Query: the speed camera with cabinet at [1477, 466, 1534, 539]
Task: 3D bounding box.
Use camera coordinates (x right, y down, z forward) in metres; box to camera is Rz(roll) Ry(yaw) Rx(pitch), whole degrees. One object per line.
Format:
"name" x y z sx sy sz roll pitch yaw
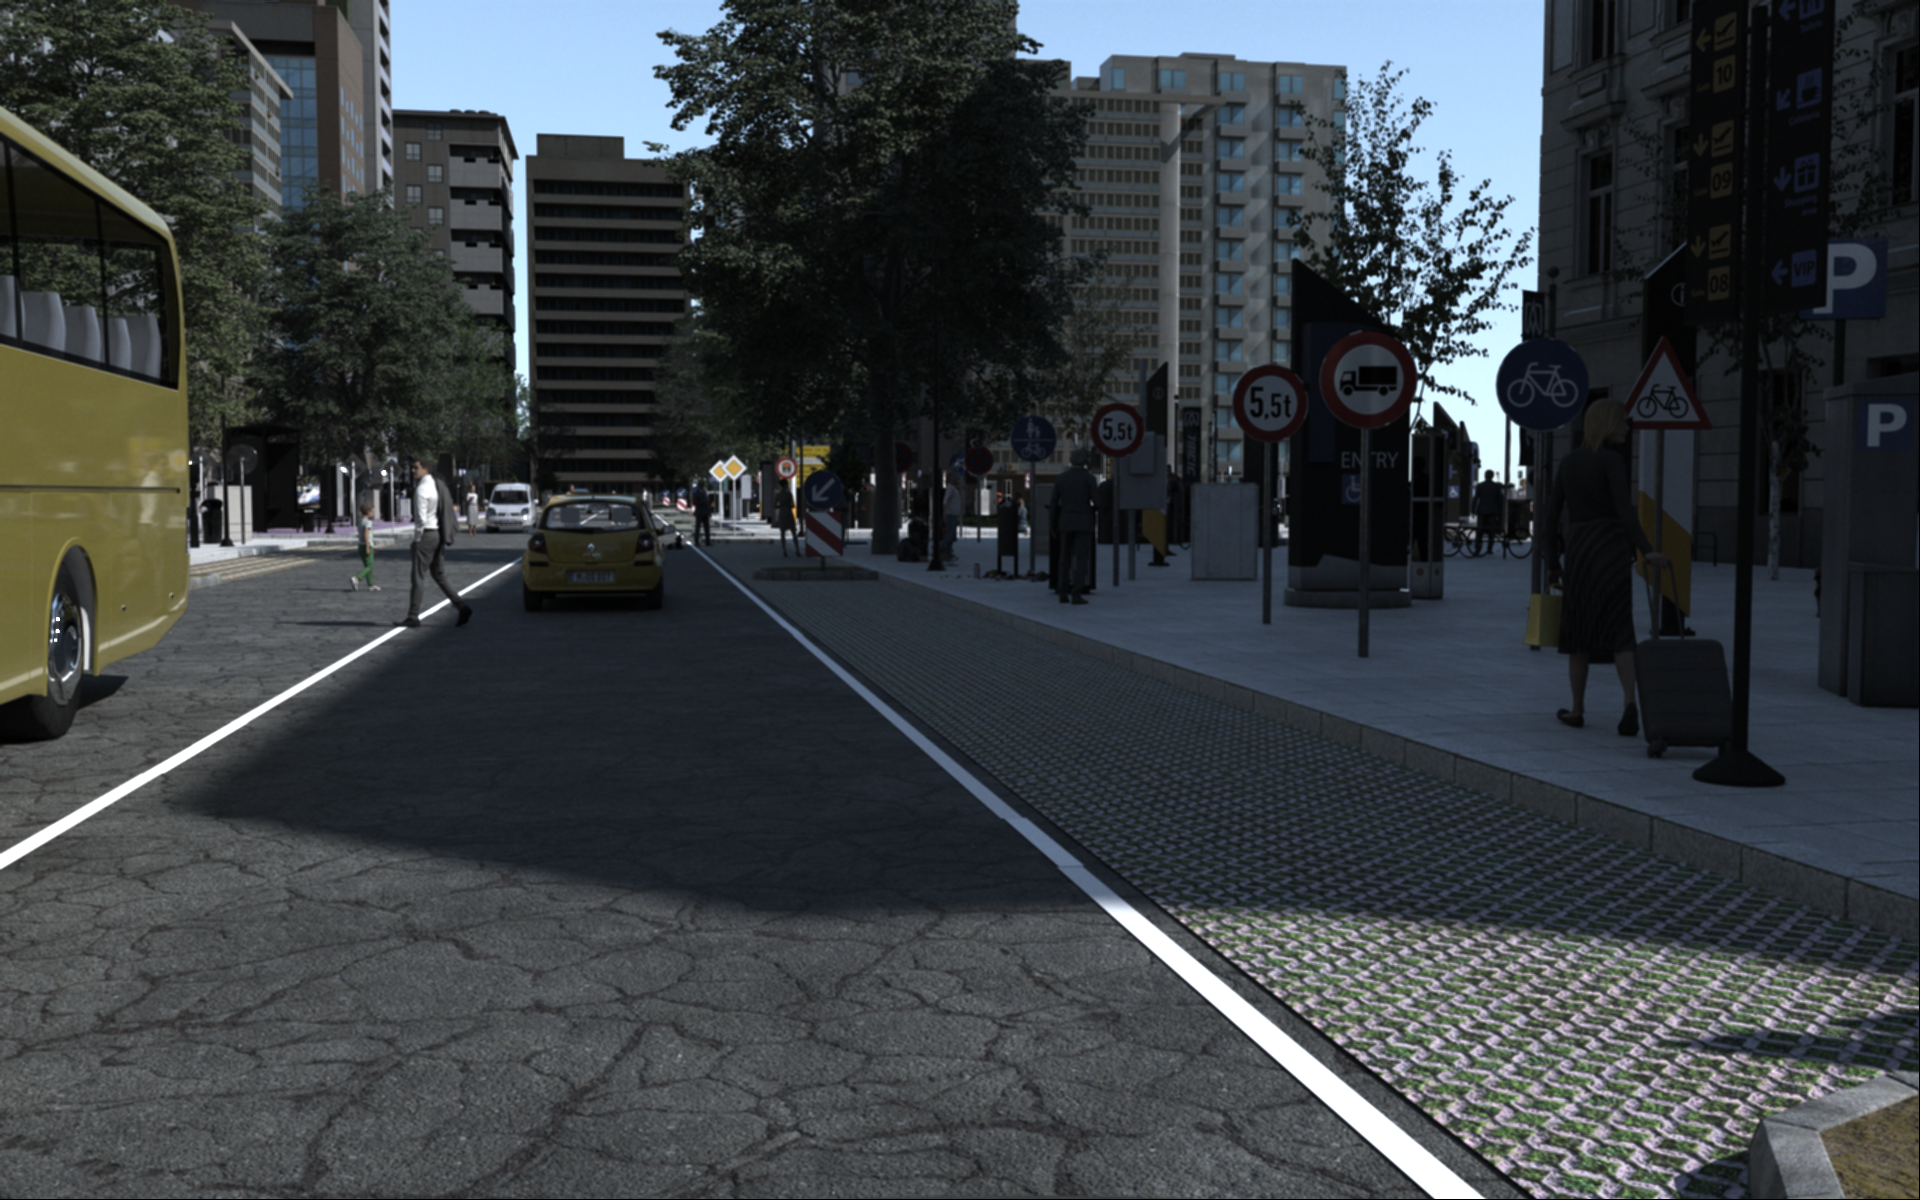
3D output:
"speed camera with cabinet" 15.935 -3.385 49.684 2.038 3.252 0.660 2 4 32

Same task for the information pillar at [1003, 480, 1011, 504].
"information pillar" 2.493 -5.302 91.181 0.304 2.012 0.304 -2 4 -30

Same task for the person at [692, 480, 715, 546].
"person" -7.001 -2.367 47.375 0.590 1.801 0.661 2 4 32

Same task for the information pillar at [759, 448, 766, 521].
"information pillar" -9.449 -5.643 83.620 0.504 3.616 0.183 -2 4 -25

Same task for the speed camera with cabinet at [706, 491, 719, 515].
"speed camera with cabinet" -14.167 -6.696 103.817 2.038 3.252 0.660 0 4 6

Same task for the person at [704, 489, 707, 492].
"person" -21.605 -8.583 147.044 0.551 1.740 0.621 1 4 9

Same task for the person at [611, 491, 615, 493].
"person" -16.475 -4.409 82.403 0.589 1.601 0.330 0 4 3

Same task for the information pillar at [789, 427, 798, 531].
"information pillar" -5.776 -4.191 59.874 0.183 3.616 0.504 1 4 11

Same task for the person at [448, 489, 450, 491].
"person" -44.557 -8.791 150.491 0.721 1.735 1.217 -1 4 -12

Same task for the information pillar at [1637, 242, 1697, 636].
"information pillar" 6.389 -1.484 15.615 0.504 3.616 0.183 0 4 -5

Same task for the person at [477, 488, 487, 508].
"person" -45.559 -9.696 164.601 1.348 1.821 0.705 -3 5 -41

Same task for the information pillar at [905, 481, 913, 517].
"information pillar" -2.849 -5.649 96.860 0.304 2.012 0.304 -2 4 -34

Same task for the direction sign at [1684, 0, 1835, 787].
"direction sign" 3.488 -0.957 7.652 0.379 3.537 0.876 -1 4 -14

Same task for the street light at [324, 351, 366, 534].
"street light" -19.985 -5.124 56.314 1.470 5.913 1.316 -1 4 -11

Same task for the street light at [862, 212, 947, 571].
"street light" -0.926 -3.440 28.778 1.470 5.913 1.316 -1 4 -11

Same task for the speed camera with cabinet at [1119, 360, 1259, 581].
"speed camera with cabinet" 3.412 -1.927 25.847 2.038 3.252 0.660 0 4 6

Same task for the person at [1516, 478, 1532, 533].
"person" 16.639 -2.732 51.382 0.731 1.740 0.598 2 4 28

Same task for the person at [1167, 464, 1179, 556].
"person" 4.353 -1.890 36.305 0.474 1.900 0.648 1 4 13

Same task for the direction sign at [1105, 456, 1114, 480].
"direction sign" 9.063 -6.816 103.442 0.876 3.537 0.379 -1 4 -21

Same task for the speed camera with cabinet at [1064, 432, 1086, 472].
"speed camera with cabinet" 4.242 -3.599 53.179 2.038 3.252 0.660 1 4 22

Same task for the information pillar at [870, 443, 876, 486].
"information pillar" -3.417 -4.839 70.474 0.504 3.616 0.183 -2 4 -27

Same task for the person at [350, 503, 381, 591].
"person" -8.780 -0.782 25.532 0.306 1.304 0.590 2 4 27

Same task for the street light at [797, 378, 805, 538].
"street light" -5.194 -4.787 50.804 1.470 5.913 1.316 -1 4 -11

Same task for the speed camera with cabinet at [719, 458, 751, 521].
"speed camera with cabinet" -10.843 -5.496 84.188 0.660 3.252 2.038 -2 4 -33

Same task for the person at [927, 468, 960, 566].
"person" -0.277 -1.463 30.632 0.598 1.740 0.731 0 4 -6

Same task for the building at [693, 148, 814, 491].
"building" -21.847 -38.128 242.998 30.456 49.044 23.786 -1 4 -11

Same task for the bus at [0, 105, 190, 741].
"bus" -5.804 -0.952 7.110 2.896 3.916 12.252 -1 4 -13

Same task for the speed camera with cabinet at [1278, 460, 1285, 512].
"speed camera with cabinet" 18.872 -6.421 99.317 0.660 3.252 2.038 -1 4 -13

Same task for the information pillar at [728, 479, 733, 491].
"information pillar" -11.492 -5.063 87.264 0.304 2.012 0.304 1 4 16

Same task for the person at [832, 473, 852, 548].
"person" -2.847 -2.136 41.317 0.623 1.781 0.721 1 4 21

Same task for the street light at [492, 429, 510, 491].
"street light" -32.850 -9.254 123.847 1.470 5.913 1.316 -1 4 -11

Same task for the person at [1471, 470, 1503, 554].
"person" 11.304 -1.894 37.189 0.661 1.801 0.590 1 4 9

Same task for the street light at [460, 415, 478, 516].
"street light" -28.506 -7.865 101.130 1.470 5.913 1.316 -1 4 -11

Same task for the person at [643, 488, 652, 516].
"person" -19.694 -6.122 108.698 0.850 1.850 0.679 1 4 23

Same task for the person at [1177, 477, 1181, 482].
"person" 6.034 -2.488 47.296 0.524 1.755 0.480 0 4 -6

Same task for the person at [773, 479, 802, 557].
"person" -3.911 -1.864 39.323 0.599 1.781 0.374 1 4 13

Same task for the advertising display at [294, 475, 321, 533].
"advertising display" -21.832 -3.227 57.981 0.123 1.923 0.974 2 4 31

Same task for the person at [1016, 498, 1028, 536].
"person" 1.691 -2.525 52.822 0.738 1.151 1.012 2 4 29

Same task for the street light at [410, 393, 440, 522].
"street light" -24.261 -6.481 78.500 1.470 5.913 1.316 -1 4 -11

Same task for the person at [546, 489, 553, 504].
"person" -22.927 -5.345 96.899 0.512 1.701 0.522 -3 4 -36

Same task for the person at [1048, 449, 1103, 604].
"person" 1.381 -0.863 20.336 0.661 1.801 0.590 1 4 20

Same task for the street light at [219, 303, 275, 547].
"street light" -17.361 -4.260 42.193 1.470 5.913 1.316 -1 4 -11

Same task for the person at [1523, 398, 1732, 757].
"person" 3.454 -0.169 9.030 0.699 1.804 1.509 0 4 4

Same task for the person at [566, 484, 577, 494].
"person" -13.145 -3.047 58.682 0.532 1.782 0.716 1 4 13

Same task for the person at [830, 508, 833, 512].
"person" -4.962 -3.707 67.226 0.524 1.755 0.480 -1 4 -12

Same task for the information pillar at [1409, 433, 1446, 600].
"information pillar" 5.690 -1.015 21.085 0.304 2.012 0.304 -3 5 -43

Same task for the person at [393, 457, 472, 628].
"person" -5.675 -0.613 18.628 0.850 1.850 0.679 0 4 4

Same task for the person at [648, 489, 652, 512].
"person" -21.070 -6.605 116.844 0.532 1.782 0.716 -2 4 -30

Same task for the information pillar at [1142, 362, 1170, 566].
"information pillar" 3.486 -2.417 30.868 0.504 3.616 0.183 3 5 39

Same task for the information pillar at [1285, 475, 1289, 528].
"information pillar" 12.640 -3.779 66.284 0.304 2.012 0.304 -2 4 -27

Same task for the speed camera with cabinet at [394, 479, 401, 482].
"speed camera with cabinet" -38.202 -7.383 115.043 2.038 3.252 0.660 0 4 -1

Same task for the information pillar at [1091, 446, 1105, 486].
"information pillar" 5.732 -4.966 72.553 0.504 3.616 0.183 2 4 30

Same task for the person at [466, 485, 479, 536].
"person" -16.572 -3.056 59.036 0.524 1.755 0.480 2 4 34

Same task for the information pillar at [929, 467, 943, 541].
"information pillar" -0.662 -2.651 47.839 0.304 2.012 0.304 -1 4 -16
